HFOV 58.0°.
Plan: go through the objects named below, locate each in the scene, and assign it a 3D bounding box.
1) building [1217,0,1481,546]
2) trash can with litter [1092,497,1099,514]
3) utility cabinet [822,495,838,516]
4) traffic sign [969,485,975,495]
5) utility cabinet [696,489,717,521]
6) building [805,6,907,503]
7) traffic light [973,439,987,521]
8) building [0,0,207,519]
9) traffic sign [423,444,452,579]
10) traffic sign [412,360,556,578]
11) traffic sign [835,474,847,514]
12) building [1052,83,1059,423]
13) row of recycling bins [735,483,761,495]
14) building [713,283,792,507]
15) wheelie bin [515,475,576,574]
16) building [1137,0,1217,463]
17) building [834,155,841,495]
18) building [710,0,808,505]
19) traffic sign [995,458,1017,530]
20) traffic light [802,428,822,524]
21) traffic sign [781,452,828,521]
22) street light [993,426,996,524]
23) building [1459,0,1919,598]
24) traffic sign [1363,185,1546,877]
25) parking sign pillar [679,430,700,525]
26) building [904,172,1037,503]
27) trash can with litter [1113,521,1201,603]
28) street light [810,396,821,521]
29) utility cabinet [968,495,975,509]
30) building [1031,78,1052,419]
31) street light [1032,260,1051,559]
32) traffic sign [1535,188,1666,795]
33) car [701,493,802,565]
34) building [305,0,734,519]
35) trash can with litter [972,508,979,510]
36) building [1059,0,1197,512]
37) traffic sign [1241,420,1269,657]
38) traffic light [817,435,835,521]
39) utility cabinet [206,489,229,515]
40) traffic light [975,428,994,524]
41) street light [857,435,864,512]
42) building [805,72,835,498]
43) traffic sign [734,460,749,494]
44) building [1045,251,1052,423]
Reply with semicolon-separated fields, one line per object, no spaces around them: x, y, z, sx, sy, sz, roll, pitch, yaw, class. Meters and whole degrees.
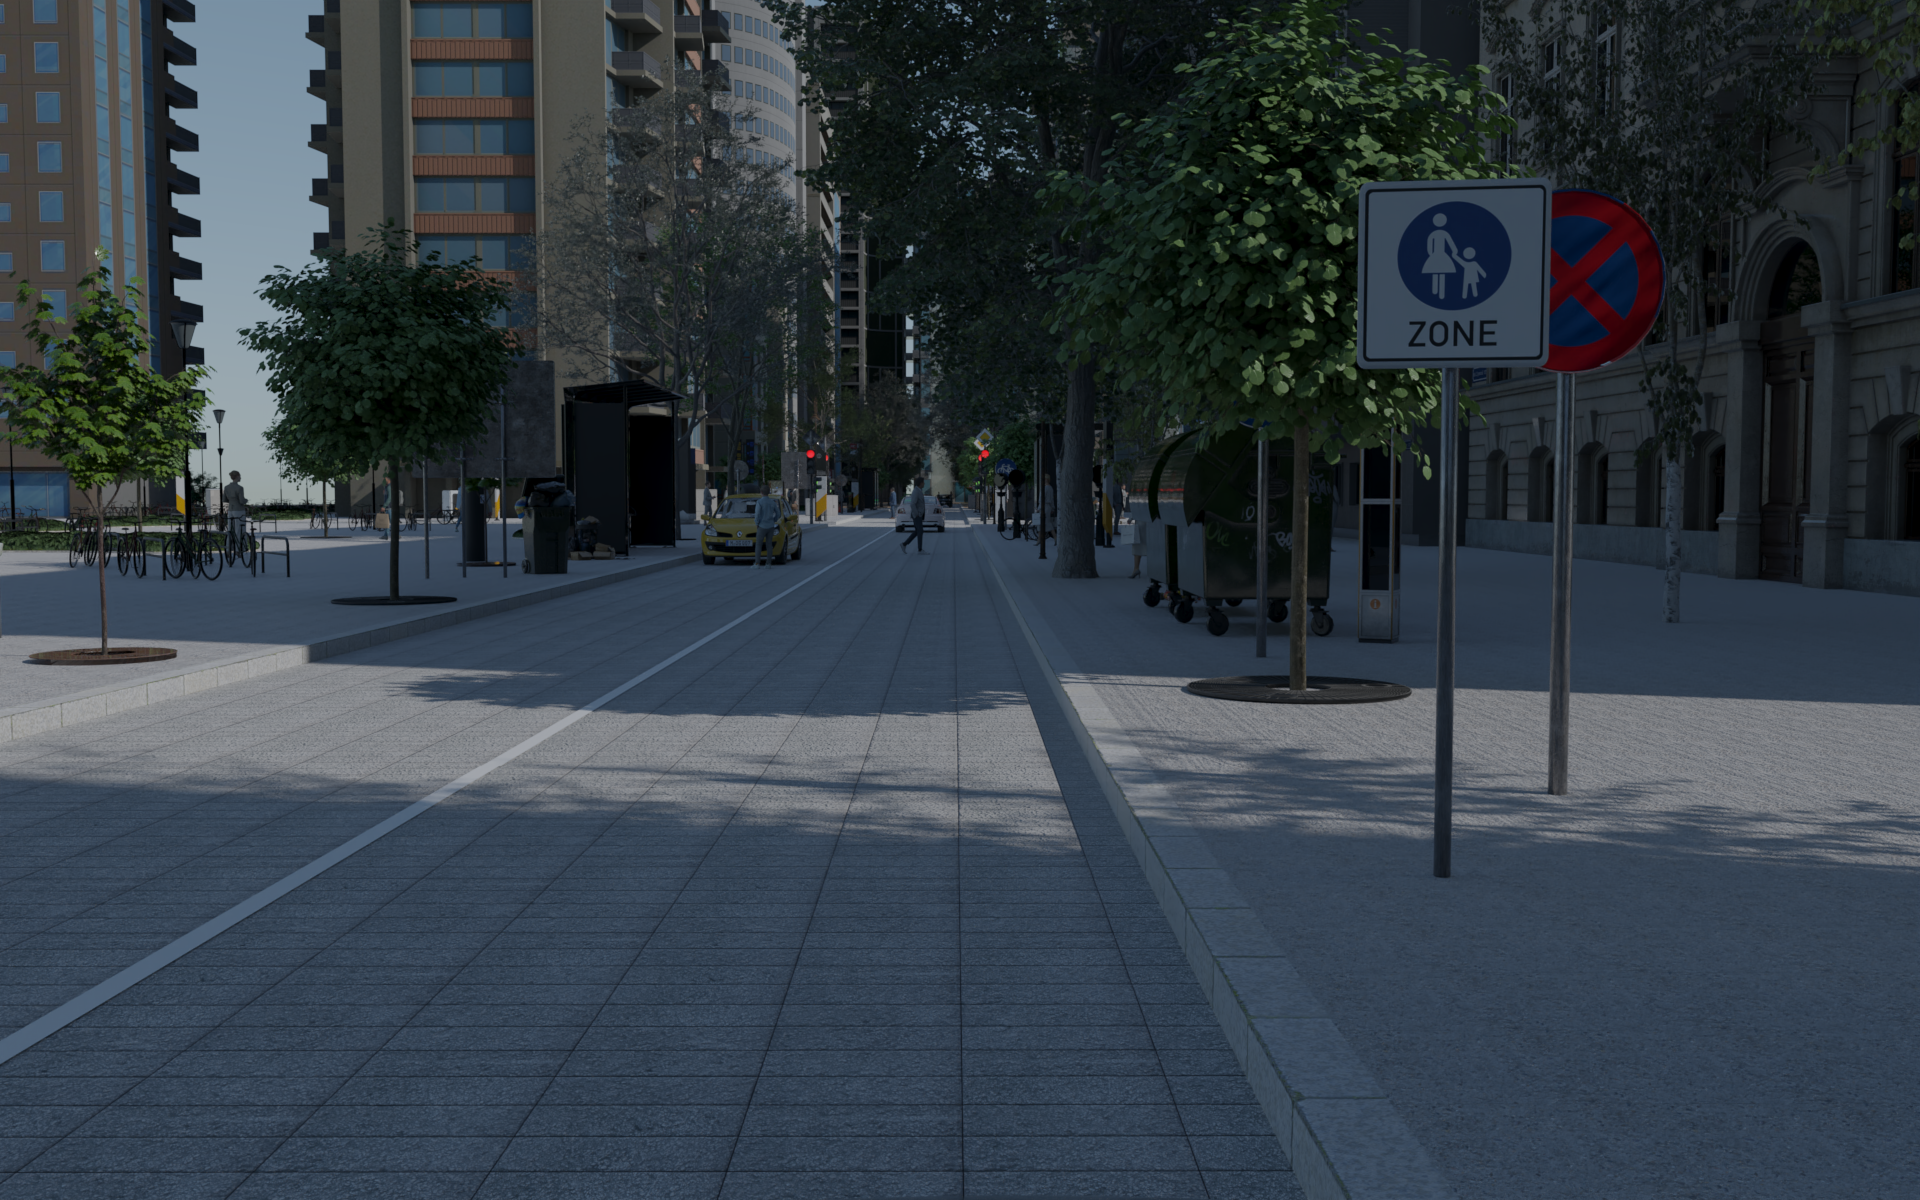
16.506;-15.897;53.423;14.314;27.812;24.014;0;4;0;building
5.350;-3.782;73.219;1.055;1.170;0.624;-3;5;-39;trash can with litter
-7.605;-5.509;101.227;1.020;1.237;0.306;-3;5;-45;utility cabinet
1.060;-9.243;151.129;0.884;2.594;0.081;0;4;3;traffic sign
-12.025;-4.446;81.376;1.173;1.500;0.318;-1;4;-15;utility cabinet
-18.524;-50.105;257.472;20.611;71.187;20.563;0;4;0;building
1.017;-5.681;81.801;0.839;4.253;0.868;0;4;0;traffic light
-51.913;-27.215;95.074;14.200;45.320;14.600;0;4;0;building
-8.075;-1.601;26.183;0.884;2.594;0.081;0;4;3;traffic sign
-7.295;-1.995;26.494;2.265;3.308;0.079;0;4;5;traffic sign
-7.707;-6.874;112.498;0.768;2.556;0.104;0;4;1;traffic sign
16.495;-31.999;173.296;14.600;45.320;14.200;0;4;0;building
-8.338;-3.707;67.725;1.069;1.692;3.534;-1;4;-13;row of recycling bins
-28.790;-18.044;140.061;27.650;21.520;28.899;0;4;0;building
-6.642;-1.224;27.918;0.980;1.594;0.693;-2;4;-34;wheelie bin
26.185;-48.175;100.325;31.000;86.520;22.319;0;4;0;building
-22.538;-34.720;217.782;14.200;45.320;14.600;0;4;0;building
-26.808;-38.433;170.383;21.231;58.520;28.212;0;4;0;building
1.641;-3.783;61.954;0.768;2.556;0.104;0;4;2;traffic sign
-6.317;-5.190;73.775;0.839;4.253;0.868;0;4;0;traffic light
-7.495;-5.491;83.643;2.265;3.308;0.079;0;4;2;traffic sign
1.461;-6.157;73.453;0.468;5.910;1.993;0;4;0;street light
17.420;-12.546;24.207;14.460;24.649;34.723;0;4;0;building
1.617;-0.221;5.743;0.606;2.300;0.079;1;4;9;traffic sign
-11.732;-5.186;73.261;1.447;3.967;1.447;3;5;43;parking sign pillar
7.003;-39.172;260.073;30.456;49.044;23.786;0;4;0;building
3.055;-0.632;21.390;1.678;1.210;2.233;3;4;36;trash can with litter
-6.836;-6.689;82.146;0.468;5.910;1.993;0;4;0;street light
1.202;-8.401;148.521;1.020;1.237;0.306;0;4;3;utility cabinet
23.305;-37.932;209.423;28.713;52.752;27.495;0;4;0;building
1.638;-3.749;34.082;0.468;5.910;1.993;0;4;0;street light
2.557;-0.442;7.333;0.768;2.556;0.104;0;4;5;traffic sign
-4.344;-1.599;36.364;2.015;1.641;3.980;0;4;1;car
-25.482;-27.396;102.548;22.147;44.769;28.867;0;4;0;building
1.803;-8.014;142.091;1.678;1.210;2.233;0;4;5;trash can with litter
15.379;-28.443;148.634;14.154;41.232;14.086;0;4;0;building
2.372;-0.823;13.555;0.768;2.556;0.104;1;4;9;traffic sign
-6.344;-5.678;81.760;0.839;4.253;0.868;0;4;0;traffic light
-31.721;-4.010;74.249;0.318;1.500;1.173;2;4;26;utility cabinet
1.044;-5.192;73.816;0.839;4.253;0.868;0;4;0;traffic light
-6.963;-9.128;122.038;0.468;5.910;1.993;0;4;0;street light
-25.611;-35.000;195.952;21.300;48.544;21.600;0;4;0;building
-8.331;-3.977;65.125;0.768;2.556;0.104;0;4;3;traffic sign
15.968;-25.488;188.429;14.160;30.474;14.107;0;4;0;building
